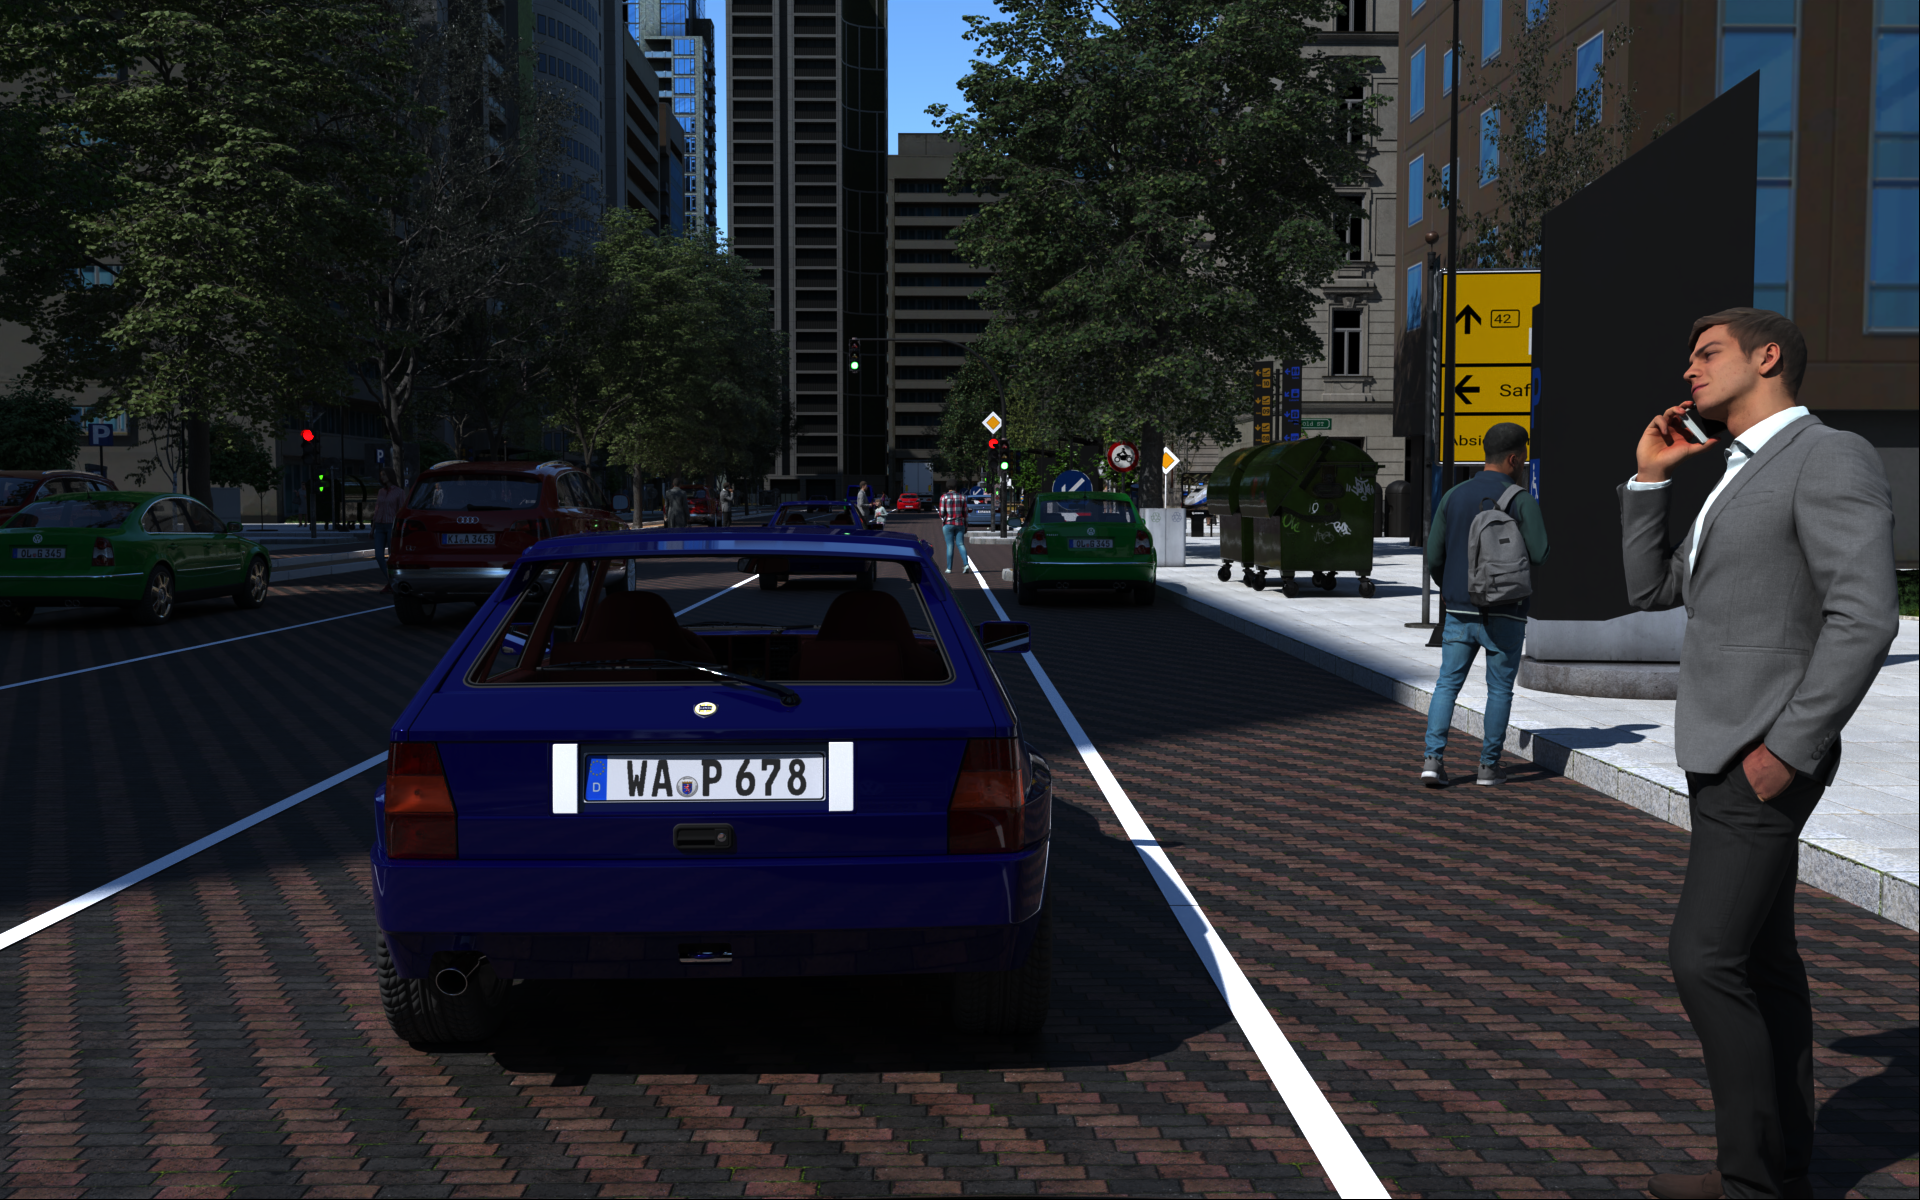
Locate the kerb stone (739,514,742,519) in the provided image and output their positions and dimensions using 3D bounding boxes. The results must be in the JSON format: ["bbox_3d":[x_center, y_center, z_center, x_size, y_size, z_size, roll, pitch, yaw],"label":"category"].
[{"bbox_3d":[-12.528,-4.607,97.559,0.120,0.150,1.000,0,4,-1],"label":"kerb stone"}]

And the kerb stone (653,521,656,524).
[{"bbox_3d":[-14.288,-3.527,80.051,0.120,0.150,1.000,0,4,-1],"label":"kerb stone"}]

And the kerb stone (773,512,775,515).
[{"bbox_3d":[-12.899,-5.863,118.062,0.120,0.150,1.000,0,4,-1],"label":"kerb stone"}]

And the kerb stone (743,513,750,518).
[{"bbox_3d":[-12.600,-4.861,101.667,0.120,0.150,1.000,0,4,-1],"label":"kerb stone"}]

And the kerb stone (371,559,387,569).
[{"bbox_3d":[-11.306,-0.679,33.412,0.120,0.150,1.000,0,4,-1],"label":"kerb stone"}]

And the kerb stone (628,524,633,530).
[{"bbox_3d":[-14.194,-3.226,74.934,0.120,0.150,1.000,0,4,-1],"label":"kerb stone"}]

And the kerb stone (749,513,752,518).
[{"bbox_3d":[-12.620,-4.918,102.692,0.120,0.150,1.000,0,4,-1],"label":"kerb stone"}]

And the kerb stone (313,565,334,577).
[{"bbox_3d":[-11.254,-0.499,30.346,0.120,0.150,1.000,0,4,-1],"label":"kerb stone"}]

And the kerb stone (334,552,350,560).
[{"bbox_3d":[-13.487,-0.934,37.509,0.120,0.150,1.000,0,4,-1],"label":"kerb stone"}]

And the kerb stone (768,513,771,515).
[{"bbox_3d":[-12.848,-5.675,114.982,0.120,0.150,1.000,0,4,-1],"label":"kerb stone"}]

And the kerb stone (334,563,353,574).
[{"bbox_3d":[-11.261,-0.561,31.368,0.120,0.150,1.000,0,4,-1],"label":"kerb stone"}]

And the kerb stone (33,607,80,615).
[{"bbox_3d":[-11.072,0.075,21.121,0.120,0.150,1.000,0,4,-1],"label":"kerb stone"}]

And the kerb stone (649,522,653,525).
[{"bbox_3d":[-14.275,-3.475,79.028,0.120,0.150,1.000,0,4,-1],"label":"kerb stone"}]

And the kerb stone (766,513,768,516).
[{"bbox_3d":[-12.815,-5.546,112.935,0.120,0.150,1.000,0,4,-1],"label":"kerb stone"}]

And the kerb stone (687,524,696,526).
[{"bbox_3d":[-12.155,-3.417,78.089,0.120,0.150,1.000,0,4,-1],"label":"kerb stone"}]

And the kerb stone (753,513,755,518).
[{"bbox_3d":[-12.660,-5.041,104.738,0.120,0.150,1.000,0,4,-1],"label":"kerb stone"}]

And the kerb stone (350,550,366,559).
[{"bbox_3d":[-13.502,-0.997,38.534,0.120,0.150,1.000,0,4,-1],"label":"kerb stone"}]

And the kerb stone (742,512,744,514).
[{"bbox_3d":[-15.017,-5.857,118.002,0.120,0.150,1.000,0,4,-1],"label":"kerb stone"}]

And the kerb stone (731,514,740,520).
[{"bbox_3d":[-12.501,-4.547,96.537,0.120,0.150,1.000,0,4,-1],"label":"kerb stone"}]

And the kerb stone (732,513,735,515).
[{"bbox_3d":[-14.919,-5.547,112.886,0.120,0.150,1.000,0,4,-1],"label":"kerb stone"}]

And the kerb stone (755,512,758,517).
[{"bbox_3d":[-12.702,-5.174,106.782,0.120,0.150,1.000,0,4,-1],"label":"kerb stone"}]

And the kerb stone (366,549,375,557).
[{"bbox_3d":[-13.520,-1.061,39.565,0.120,0.150,1.000,0,4,-1],"label":"kerb stone"}]

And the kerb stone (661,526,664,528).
[{"bbox_3d":[-11.987,-2.854,68.852,0.120,0.150,1.000,0,4,-1],"label":"kerb stone"}]

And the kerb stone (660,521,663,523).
[{"bbox_3d":[-14.328,-3.661,82.094,0.120,0.150,1.000,0,4,-1],"label":"kerb stone"}]

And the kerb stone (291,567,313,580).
[{"bbox_3d":[-11.231,-0.433,29.316,0.120,0.150,1.000,0,4,-1],"label":"kerb stone"}]

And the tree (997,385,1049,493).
[{"bbox_3d":[4.283,-9.859,111.557,4.737,8.622,4.395,0,3,0],"label":"tree"}]

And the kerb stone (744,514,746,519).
[{"bbox_3d":[-12.561,-4.730,99.611,0.120,0.150,1.000,0,4,-1],"label":"kerb stone"}]

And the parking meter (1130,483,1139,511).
[{"bbox_3d":[4.159,-1.961,40.475,0.372,1.533,0.369,0,3,0],"label":"parking meter"}]

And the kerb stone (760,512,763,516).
[{"bbox_3d":[-12.756,-5.360,109.855,0.120,0.150,1.000,0,4,-1],"label":"kerb stone"}]

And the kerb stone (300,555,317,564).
[{"bbox_3d":[-13.449,-0.811,35.457,0.120,0.150,1.000,0,4,-1],"label":"kerb stone"}]

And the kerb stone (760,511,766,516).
[{"bbox_3d":[-12.795,-5.487,111.912,0.120,0.150,1.000,0,4,-1],"label":"kerb stone"}]

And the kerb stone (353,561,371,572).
[{"bbox_3d":[-11.283,-0.623,32.390,0.120,0.150,1.000,0,4,-1],"label":"kerb stone"}]

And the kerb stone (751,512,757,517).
[{"bbox_3d":[-12.676,-5.111,105.759,0.120,0.150,1.000,0,4,-1],"label":"kerb stone"}]

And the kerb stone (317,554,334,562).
[{"bbox_3d":[-13.471,-0.872,36.485,0.120,0.150,1.000,0,4,-1],"label":"kerb stone"}]

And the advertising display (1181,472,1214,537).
[{"bbox_3d":[7.094,-2.844,51.716,0.974,1.923,0.123,0,4,-2],"label":"advertising display"}]

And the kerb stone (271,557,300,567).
[{"bbox_3d":[-13.421,-0.742,34.430,0.120,0.150,1.000,0,4,-1],"label":"kerb stone"}]

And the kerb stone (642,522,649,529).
[{"bbox_3d":[-14.251,-3.410,78.004,0.120,0.150,1.000,0,4,-1],"label":"kerb stone"}]

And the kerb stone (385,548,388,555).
[{"bbox_3d":[-13.537,-1.125,40.590,0.120,0.150,1.000,0,4,-1],"label":"kerb stone"}]

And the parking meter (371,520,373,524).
[{"bbox_3d":[-22.862,-3.628,67.737,0.372,1.533,0.369,0,3,0],"label":"parking meter"}]

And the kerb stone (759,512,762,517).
[{"bbox_3d":[-12.737,-5.290,108.833,0.120,0.150,1.000,0,4,-1],"label":"kerb stone"}]

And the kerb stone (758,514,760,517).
[{"bbox_3d":[-12.713,-5.228,107.811,0.120,0.150,1.000,0,4,-1],"label":"kerb stone"}]

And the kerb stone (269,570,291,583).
[{"bbox_3d":[-11.215,-0.373,28.288,0.120,0.150,1.000,0,4,-1],"label":"kerb stone"}]

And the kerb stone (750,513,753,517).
[{"bbox_3d":[-12.643,-4.986,103.713,0.120,0.150,1.000,0,4,-1],"label":"kerb stone"}]

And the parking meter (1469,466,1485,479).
[{"bbox_3d":[6.404,-0.956,21.339,0.255,1.863,0.399,1,4,14],"label":"parking meter"}]

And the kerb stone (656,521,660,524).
[{"bbox_3d":[-14.310,-3.601,81.072,0.120,0.150,1.000,0,4,-1],"label":"kerb stone"}]

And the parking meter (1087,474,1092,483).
[{"bbox_3d":[3.563,-2.690,49.700,0.399,1.863,0.255,0,4,-3],"label":"parking meter"}]

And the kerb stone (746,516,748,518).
[{"bbox_3d":[-12.582,-4.798,100.642,0.120,0.150,1.000,0,4,-1],"label":"kerb stone"}]

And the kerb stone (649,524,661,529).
[{"bbox_3d":[-11.956,-2.791,67.823,0.120,0.150,1.000,0,4,-1],"label":"kerb stone"}]

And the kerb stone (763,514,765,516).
[{"bbox_3d":[-12.774,-5.423,110.886,0.120,0.150,1.000,0,4,-1],"label":"kerb stone"}]

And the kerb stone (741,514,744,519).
[{"bbox_3d":[-12.542,-4.672,98.581,0.120,0.150,1.000,0,4,-1],"label":"kerb stone"}]
